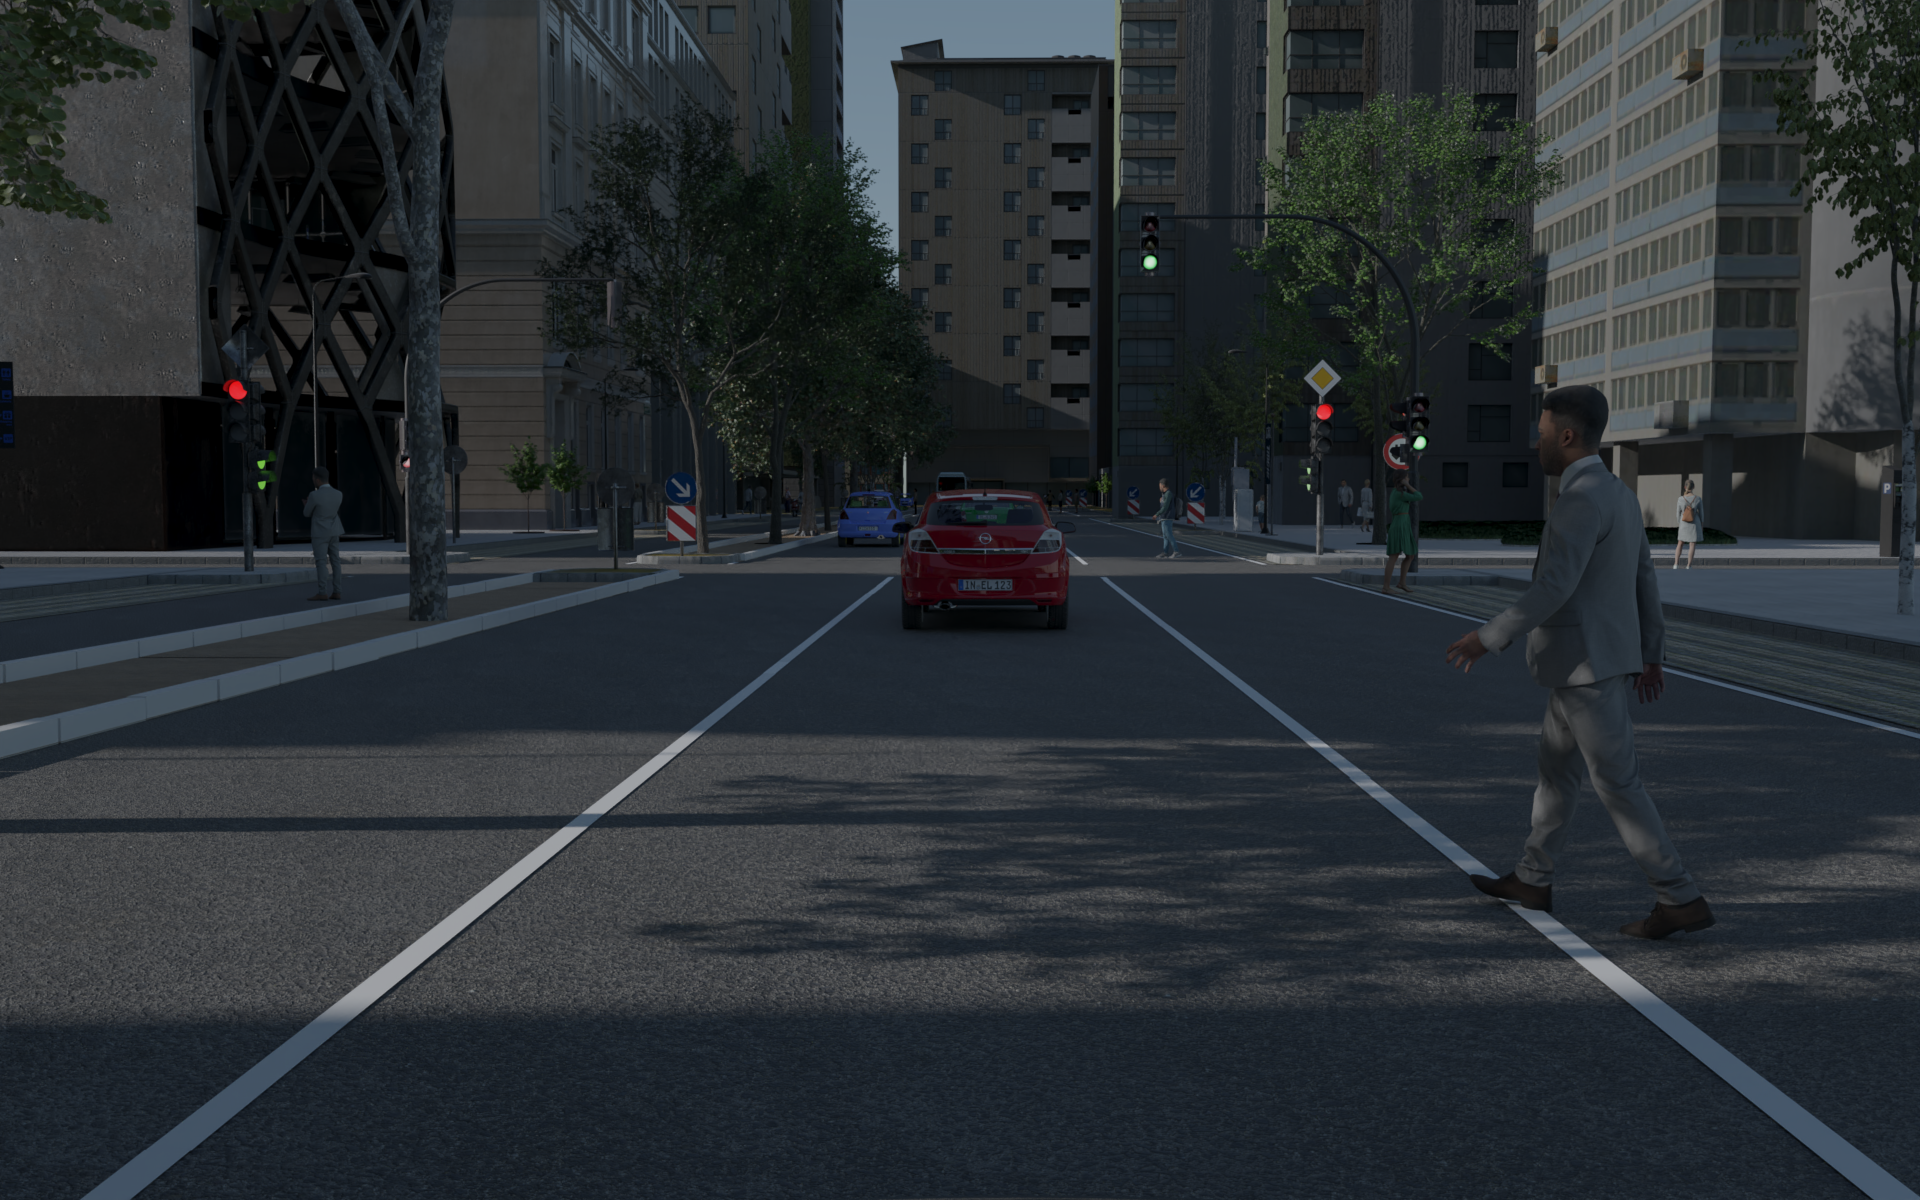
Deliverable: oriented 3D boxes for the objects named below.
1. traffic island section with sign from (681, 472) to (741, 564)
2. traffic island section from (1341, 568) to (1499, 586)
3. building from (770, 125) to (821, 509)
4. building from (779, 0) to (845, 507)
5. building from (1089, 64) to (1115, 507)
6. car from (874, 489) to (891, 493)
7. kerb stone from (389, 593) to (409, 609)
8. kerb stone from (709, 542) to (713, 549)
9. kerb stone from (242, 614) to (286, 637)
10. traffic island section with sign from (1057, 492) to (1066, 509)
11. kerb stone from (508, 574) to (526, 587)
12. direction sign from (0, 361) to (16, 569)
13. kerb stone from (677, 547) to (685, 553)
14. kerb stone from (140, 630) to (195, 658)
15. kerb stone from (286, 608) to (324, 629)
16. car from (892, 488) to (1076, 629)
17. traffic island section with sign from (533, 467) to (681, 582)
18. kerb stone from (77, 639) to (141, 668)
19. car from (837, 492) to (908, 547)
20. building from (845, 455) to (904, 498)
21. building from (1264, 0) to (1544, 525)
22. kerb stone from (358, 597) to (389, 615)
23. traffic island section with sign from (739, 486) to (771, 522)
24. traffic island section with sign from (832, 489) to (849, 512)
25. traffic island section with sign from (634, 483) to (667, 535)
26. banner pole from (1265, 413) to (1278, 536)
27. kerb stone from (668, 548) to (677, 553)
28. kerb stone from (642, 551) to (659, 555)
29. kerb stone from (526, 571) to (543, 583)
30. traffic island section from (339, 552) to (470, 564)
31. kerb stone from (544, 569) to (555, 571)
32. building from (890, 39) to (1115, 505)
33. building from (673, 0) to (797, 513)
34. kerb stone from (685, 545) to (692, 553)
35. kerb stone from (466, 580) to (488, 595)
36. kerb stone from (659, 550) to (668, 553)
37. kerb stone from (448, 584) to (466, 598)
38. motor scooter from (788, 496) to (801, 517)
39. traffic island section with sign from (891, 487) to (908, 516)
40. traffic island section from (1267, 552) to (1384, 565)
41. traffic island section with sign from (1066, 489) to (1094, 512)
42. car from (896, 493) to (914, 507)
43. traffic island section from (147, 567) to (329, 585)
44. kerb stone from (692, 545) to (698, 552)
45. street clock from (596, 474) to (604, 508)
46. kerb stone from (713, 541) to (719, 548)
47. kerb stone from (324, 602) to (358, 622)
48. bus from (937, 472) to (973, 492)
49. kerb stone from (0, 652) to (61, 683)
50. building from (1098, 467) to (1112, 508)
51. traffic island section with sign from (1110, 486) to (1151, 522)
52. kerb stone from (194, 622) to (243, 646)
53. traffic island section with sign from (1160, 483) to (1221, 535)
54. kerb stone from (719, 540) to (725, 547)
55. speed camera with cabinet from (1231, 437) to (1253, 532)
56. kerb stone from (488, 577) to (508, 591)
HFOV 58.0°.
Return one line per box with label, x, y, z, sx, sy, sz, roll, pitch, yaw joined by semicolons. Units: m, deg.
traffic island section with sign;-5.719;-1.722;36.292;2.006;1.907;1.989;0;4;1
traffic island section;7.410;-0.373;28.374;2.009;0.180;2.903;0;4;1
building;-28.985;-28.104;151.380;32.217;40.220;23.993;0;4;1
building;-26.107;-38.734;175.297;28.212;58.520;21.231;0;4;1
building;20.653;-32.284;177.961;14.600;45.320;14.200;0;4;1
car;-6.575;-8.208;142.874;2.281;1.827;5.304;0;4;3
kerb stone;-7.089;0.027;21.778;0.120;0.150;1.000;0;4;1
kerb stone;-6.600;-1.388;44.885;0.120;0.150;1.000;0;4;1
kerb stone;-7.165;0.277;17.668;0.120;0.150;1.000;0;4;1
traffic island section with sign;10.248;-9.586;165.363;1.989;1.847;2.006;0;4;1
kerb stone;-6.977;-0.284;26.910;0.120;0.150;1.000;0;4;1
direction sign;-16.610;-2.300;29.598;0.876;3.537;0.379;-1;4;-11
kerb stone;-6.695;-1.137;40.781;0.120;0.150;1.000;0;4;1
kerb stone;-7.213;0.402;15.623;0.120;0.150;1.000;0;4;1
kerb stone;-7.147;0.216;18.689;0.120;0.150;1.000;0;4;1
car;0.275;-0.659;19.821;2.155;1.783;4.494;0;4;0
traffic island section with sign;-5.882;-1.269;28.886;2.006;1.907;1.989;0;4;1
kerb stone;-7.233;0.465;14.597;0.120;0.150;1.000;0;4;1
car;-2.425;-2.347;47.972;1.945;1.707;3.694;0;4;1
building;-21.987;-22.328;210.103;28.899;21.520;27.650;0;4;1
building;20.484;-18.698;77.412;14.160;30.474;14.107;0;4;1
kerb stone;-7.105;0.092;20.753;0.120;0.150;1.000;0;4;1
traffic island section with sign;-10.253;-4.914;88.974;1.989;1.847;2.006;0;4;1
traffic island section with sign;-9.219;-7.975;139.016;1.989;1.847;2.006;0;4;1
traffic island section with sign;-10.819;-3.225;61.349;1.989;1.847;2.006;0;4;1
banner pole;9.634;-3.905;53.865;0.401;3.779;0.863;-1;4;-10
kerb stone;-6.714;-1.073;39.759;0.120;0.150;1.000;0;4;1
kerb stone;-6.758;-0.948;37.696;0.120;0.150;1.000;0;4;1
kerb stone;-6.963;-0.348;27.935;0.120;0.150;1.000;0;4;1
traffic island section;-11.662;-0.885;36.758;2.009;0.180;2.903;0;4;1
kerb stone;-6.930;-0.414;28.962;0.120;0.150;1.000;0;4;1
building;6.229;-37.954;209.786;27.495;52.752;28.713;0;4;1
building;-26.768;-32.784;125.250;28.713;52.752;27.495;0;4;1
kerb stone;-6.667;-1.199;41.803;0.120;0.150;1.000;0;4;1
kerb stone;-7.022;-0.156;24.854;0.120;0.150;1.000;0;4;1
kerb stone;-6.738;-1.011;38.719;0.120;0.150;1.000;0;4;1
kerb stone;-7.044;-0.100;23.832;0.120;0.150;1.000;0;4;1
motor scooter;-10.372;-5.884;108.980;0.815;1.314;1.986;0;4;1
traffic island section with sign;-4.175;-6.317;111.414;2.006;1.907;1.989;0;4;1
traffic island section;7.575;-0.861;36.357;2.009;0.180;2.903;0;4;1
traffic island section with sign;9.689;-7.938;138.414;1.989;1.847;2.006;0;4;1
car;-5.872;-10.806;186.273;1.945;1.707;3.694;0;4;1
traffic island section;-11.827;-0.397;28.775;2.009;0.180;2.903;0;4;1
kerb stone;-6.650;-1.262;42.835;0.120;0.150;1.000;0;4;1
street clock;-12.701;-3.475;61.393;0.358;2.002;0.471;1;4;11
kerb stone;-6.583;-1.447;45.911;0.120;0.150;1.000;0;4;1
kerb stone;-7.125;0.151;19.719;0.120;0.150;1.000;0;4;1
bus;-0.472;-9.733;153.986;2.948;3.499;13.247;0;4;2
kerb stone;-7.252;0.527;13.576;0.120;0.150;1.000;0;4;1
building;23.808;-44.121;159.635;20.563;71.187;20.611;0;4;1
traffic island section with sign;8.654;-4.867;88.196;1.989;1.847;2.006;0;4;1
kerb stone;-7.190;0.340;16.646;0.120;0.150;1.000;0;4;1
traffic island section with sign;8.098;-3.200;60.950;1.989;1.847;2.006;0;4;1
kerb stone;-6.570;-1.512;46.938;0.120;0.150;1.000;0;4;1
speed camera with cabinet;9.734;-3.995;59.653;0.660;3.252;2.038;0;4;4
kerb stone;-6.993;-0.226;25.884;0.120;0.150;1.000;0;4;1
